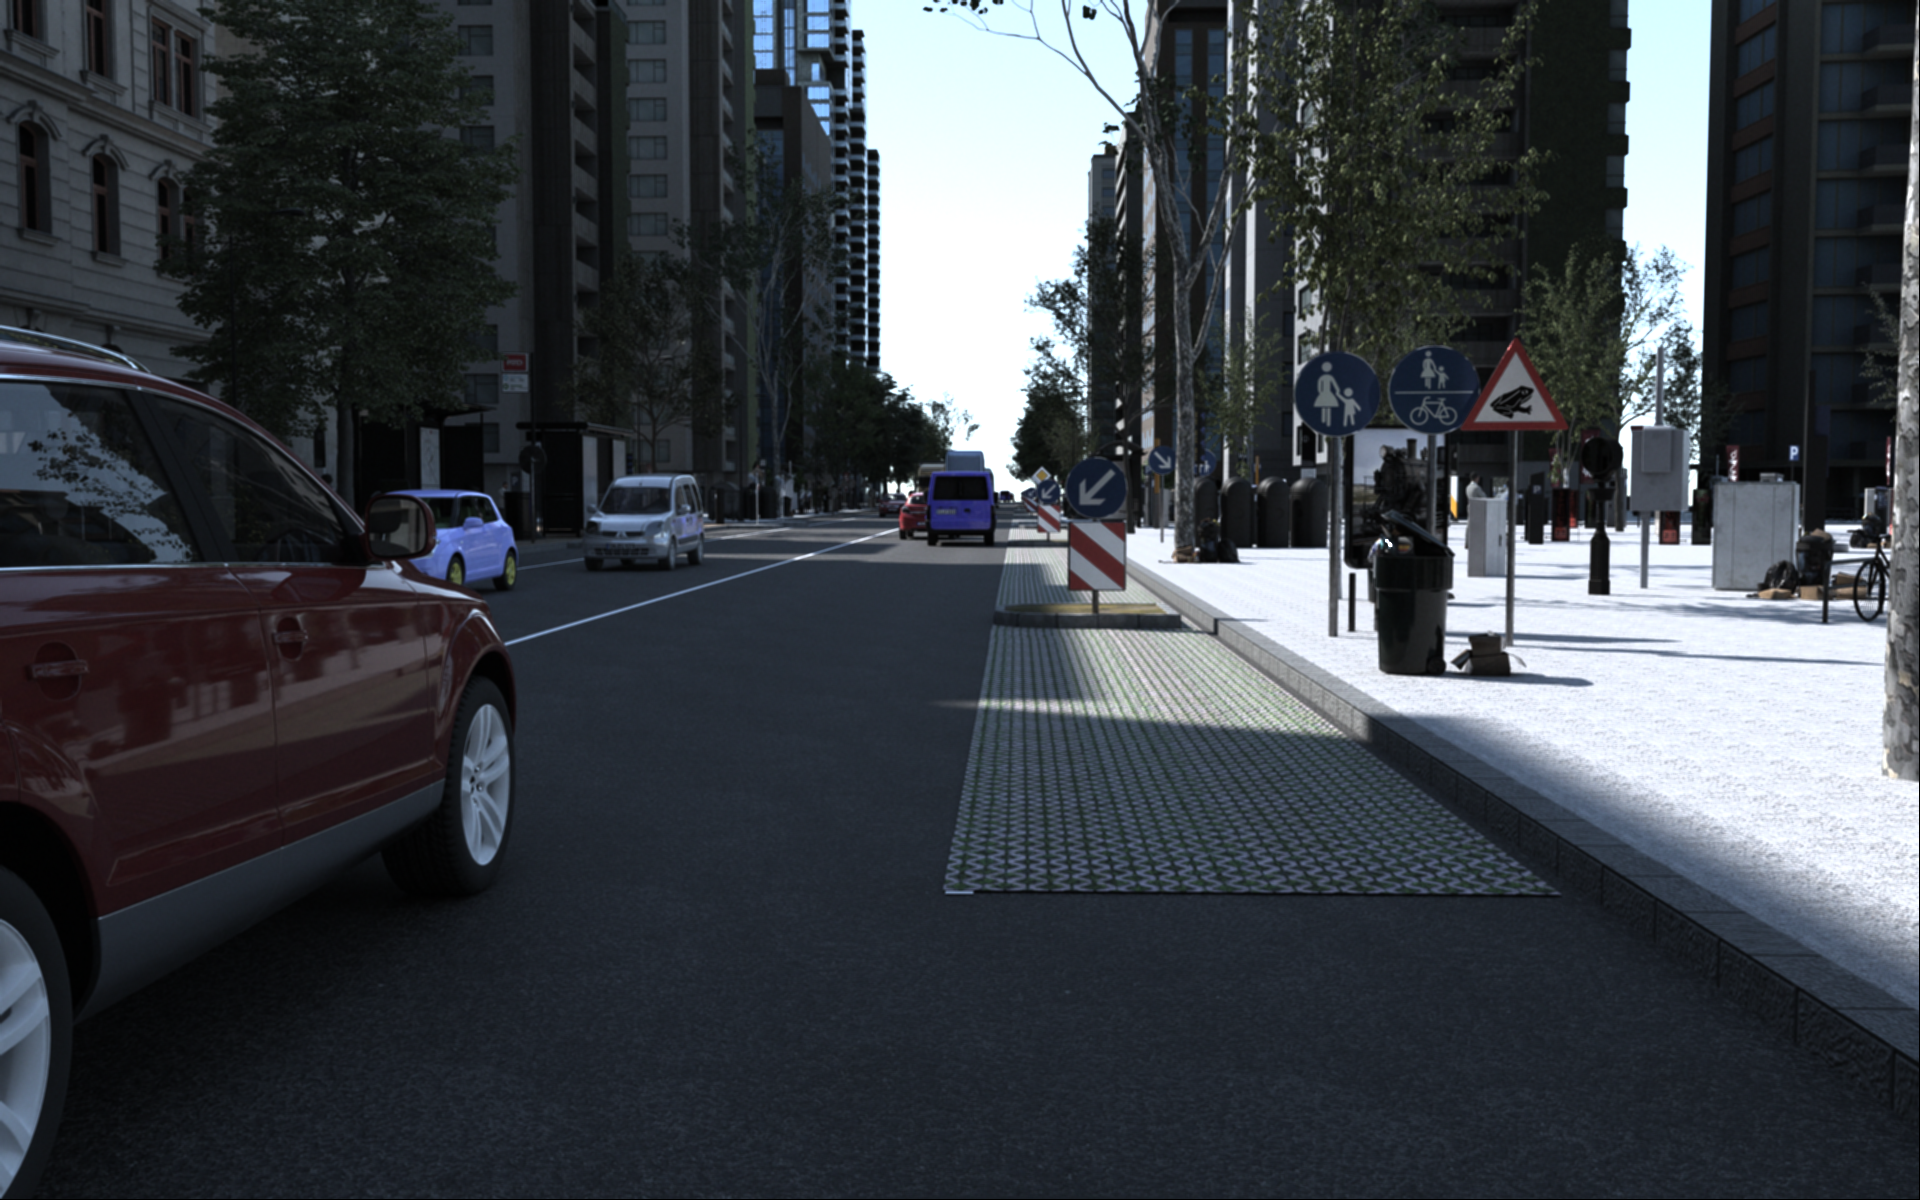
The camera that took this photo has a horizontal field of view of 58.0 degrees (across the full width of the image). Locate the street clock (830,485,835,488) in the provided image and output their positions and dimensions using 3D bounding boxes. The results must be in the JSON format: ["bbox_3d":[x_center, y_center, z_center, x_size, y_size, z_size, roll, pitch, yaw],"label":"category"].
[{"bbox_3d":[-9.688,-7.807,132.218,0.471,2.002,0.358,-3,5,-42],"label":"street clock"}]

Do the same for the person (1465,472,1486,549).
[{"bbox_3d":[12.052,-2.090,40.397,0.466,1.800,0.511,-2,4,-30],"label":"person"}]

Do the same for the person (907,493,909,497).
[{"bbox_3d":[-7.110,-14.407,242.304,1.217,1.735,0.721,-2,4,-28],"label":"person"}]

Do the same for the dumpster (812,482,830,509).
[{"bbox_3d":[-10.780,-8.117,135.210,1.502,2.255,1.985,0,4,2],"label":"dumpster"}]

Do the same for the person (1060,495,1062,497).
[{"bbox_3d":[12.774,-13.221,222.725,0.721,1.766,1.217,-2,4,-26],"label":"person"}]

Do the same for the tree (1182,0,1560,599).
[{"bbox_3d":[4.825,-4.315,20.919,4.737,8.622,4.395,0,3,0],"label":"tree"}]

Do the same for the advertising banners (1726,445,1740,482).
[{"bbox_3d":[27.854,-3.958,60.901,0.090,3.025,2.074,-2,4,-33],"label":"advertising banners"}]

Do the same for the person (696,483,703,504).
[{"bbox_3d":[-12.376,-4.600,81.436,0.590,1.801,0.661,1,4,14],"label":"person"}]

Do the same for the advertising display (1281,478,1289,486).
[{"bbox_3d":[13.090,-3.999,70.598,0.123,1.923,0.974,-1,4,-20],"label":"advertising display"}]

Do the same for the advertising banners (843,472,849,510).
[{"bbox_3d":[-9.659,-8.595,136.719,2.074,3.025,0.090,1,4,23],"label":"advertising banners"}]

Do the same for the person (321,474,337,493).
[{"bbox_3d":[-13.715,-1.893,37.839,0.643,1.720,0.563,0,4,-4],"label":"person"}]

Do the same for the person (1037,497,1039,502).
[{"bbox_3d":[11.768,-15.627,262.269,0.721,1.736,1.217,-1,4,-16],"label":"person"}]

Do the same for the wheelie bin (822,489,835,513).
[{"bbox_3d":[-9.770,-7.457,129.836,0.693,1.594,0.980,-1,4,-12],"label":"wheelie bin"}]

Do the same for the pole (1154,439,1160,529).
[{"bbox_3d":[7.266,-4.281,63.830,0.158,3.312,0.155,0,3,0],"label":"pole"}]

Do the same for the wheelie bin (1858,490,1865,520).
[{"bbox_3d":[44.756,-4.744,85.469,0.693,1.594,0.980,3,4,38],"label":"wheelie bin"}]

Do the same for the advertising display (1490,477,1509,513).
[{"bbox_3d":[20.128,-3.616,64.342,0.974,1.923,0.123,-1,4,-21],"label":"advertising display"}]

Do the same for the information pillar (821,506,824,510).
[{"bbox_3d":[-11.388,-8.428,142.286,0.304,2.012,0.304,-3,5,-41],"label":"information pillar"}]

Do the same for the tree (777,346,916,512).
[{"bbox_3d":[-8.935,-12.054,122.834,9.928,11.665,9.643,0,3,0],"label":"tree"}]

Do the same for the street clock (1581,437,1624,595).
[{"bbox_3d":[8.155,-1.069,22.043,0.358,2.002,0.471,-3,4,-36],"label":"street clock"}]

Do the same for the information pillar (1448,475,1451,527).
[{"bbox_3d":[19.082,-3.890,68.086,0.304,2.012,0.304,-2,4,-32],"label":"information pillar"}]

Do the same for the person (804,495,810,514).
[{"bbox_3d":[-9.871,-6.183,111.801,0.362,1.253,0.373,-1,4,-20],"label":"person"}]

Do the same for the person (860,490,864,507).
[{"bbox_3d":[-9.614,-9.964,169.873,0.530,1.710,0.541,-2,4,-30],"label":"person"}]

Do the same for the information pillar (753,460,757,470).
[{"bbox_3d":[-14.297,-7.924,120.919,0.183,3.616,0.504,-3,4,-37],"label":"information pillar"}]

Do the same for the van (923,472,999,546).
[{"bbox_3d":[0.025,-2.771,49.692,2.240,2.365,5.245,0,3,0],"label":"van"}]

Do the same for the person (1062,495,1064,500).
[{"bbox_3d":[14.651,-14.502,246.407,1.065,1.426,0.557,1,4,8],"label":"person"}]

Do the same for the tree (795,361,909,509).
[{"bbox_3d":[-9.098,-14.237,149.781,9.611,12.733,9.660,0,3,0],"label":"tree"}]

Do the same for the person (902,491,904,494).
[{"bbox_3d":[-10.378,-18.880,314.668,0.705,1.831,1.348,-2,4,-33],"label":"person"}]

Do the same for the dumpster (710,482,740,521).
[{"bbox_3d":[-11.309,-4.749,83.406,1.264,1.857,1.865,0,4,2],"label":"dumpster"}]

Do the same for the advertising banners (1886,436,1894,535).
[{"bbox_3d":[27.802,-3.388,51.589,0.090,3.025,2.074,1,4,17],"label":"advertising banners"}]

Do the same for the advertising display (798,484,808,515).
[{"bbox_3d":[-9.815,-6.236,107.166,0.123,1.923,0.974,1,4,16],"label":"advertising display"}]

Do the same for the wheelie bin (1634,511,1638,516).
[{"bbox_3d":[40.142,-5.760,102.081,0.693,1.594,0.980,-3,5,-42],"label":"wheelie bin"}]

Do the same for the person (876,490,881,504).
[{"bbox_3d":[-10.481,-13.149,221.018,0.705,1.826,1.348,-2,4,-25],"label":"person"}]

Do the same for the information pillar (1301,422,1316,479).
[{"bbox_3d":[11.238,-3.950,55.939,0.504,3.616,0.183,2,4,33],"label":"information pillar"}]

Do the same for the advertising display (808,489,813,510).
[{"bbox_3d":[-12.533,-8.444,143.266,0.123,1.923,0.974,-3,5,-41],"label":"advertising display"}]

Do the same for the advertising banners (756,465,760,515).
[{"bbox_3d":[-11.852,-6.582,103.807,0.090,3.025,2.074,-2,4,-25],"label":"advertising banners"}]

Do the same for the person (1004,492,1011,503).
[{"bbox_3d":[7.738,-16.977,286.007,1.348,1.831,0.705,0,4,3],"label":"person"}]

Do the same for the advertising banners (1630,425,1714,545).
[{"bbox_3d":[18.006,-2.912,43.800,2.074,3.025,0.090,1,4,14],"label":"advertising banners"}]

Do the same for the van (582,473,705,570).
[{"bbox_3d":[-6.140,-1.642,33.855,2.013,2.044,4.112,0,4,3],"label":"van"}]

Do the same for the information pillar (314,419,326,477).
[{"bbox_3d":[-19.948,-3.833,54.021,0.504,3.616,0.183,2,4,35],"label":"information pillar"}]

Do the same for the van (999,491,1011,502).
[{"bbox_3d":[7.701,-18.021,299.032,2.240,2.365,5.245,0,4,0],"label":"van"}]

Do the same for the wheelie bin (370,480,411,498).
[{"bbox_3d":[-12.425,-1.840,37.985,0.980,1.594,0.693,-2,4,-31],"label":"wheelie bin"}]

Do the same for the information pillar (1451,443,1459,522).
[{"bbox_3d":[22.743,-5.398,79.611,0.183,3.616,0.504,-1,4,-16],"label":"information pillar"}]

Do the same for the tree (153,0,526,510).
[{"bbox_3d":[-12.344,-7.183,35.562,7.486,12.596,7.792,0,3,0],"label":"tree"}]

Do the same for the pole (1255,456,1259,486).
[{"bbox_3d":[15.853,-6.029,92.420,0.158,3.312,0.155,0,3,0],"label":"pole"}]

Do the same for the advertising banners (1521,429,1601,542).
[{"bbox_3d":[16.284,-3.106,46.964,2.074,3.025,0.090,3,4,37],"label":"advertising banners"}]

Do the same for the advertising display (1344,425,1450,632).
[{"bbox_3d":[4.073,-0.670,16.173,0.974,1.923,0.123,-1,4,-9],"label":"advertising display"}]

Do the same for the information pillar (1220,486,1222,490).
[{"bbox_3d":[20.505,-8.095,136.842,0.304,2.012,0.304,-1,4,-21],"label":"information pillar"}]

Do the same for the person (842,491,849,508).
[{"bbox_3d":[-10.565,-9.394,160.184,0.990,1.755,0.434,2,4,26],"label":"person"}]

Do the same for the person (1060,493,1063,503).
[{"bbox_3d":[13.298,-13.342,227.379,0.628,1.438,0.799,2,4,24],"label":"person"}]

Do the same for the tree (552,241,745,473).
[{"bbox_3d":[-11.692,-7.976,64.824,7.601,10.594,8.767,-1,4,-15],"label":"tree"}]

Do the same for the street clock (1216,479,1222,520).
[{"bbox_3d":[12.714,-4.960,85.665,0.471,2.002,0.358,0,4,6],"label":"street clock"}]

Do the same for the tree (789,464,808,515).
[{"bbox_3d":[-10.157,-7.009,109.199,1.663,3.219,1.824,0,3,0],"label":"tree"}]
